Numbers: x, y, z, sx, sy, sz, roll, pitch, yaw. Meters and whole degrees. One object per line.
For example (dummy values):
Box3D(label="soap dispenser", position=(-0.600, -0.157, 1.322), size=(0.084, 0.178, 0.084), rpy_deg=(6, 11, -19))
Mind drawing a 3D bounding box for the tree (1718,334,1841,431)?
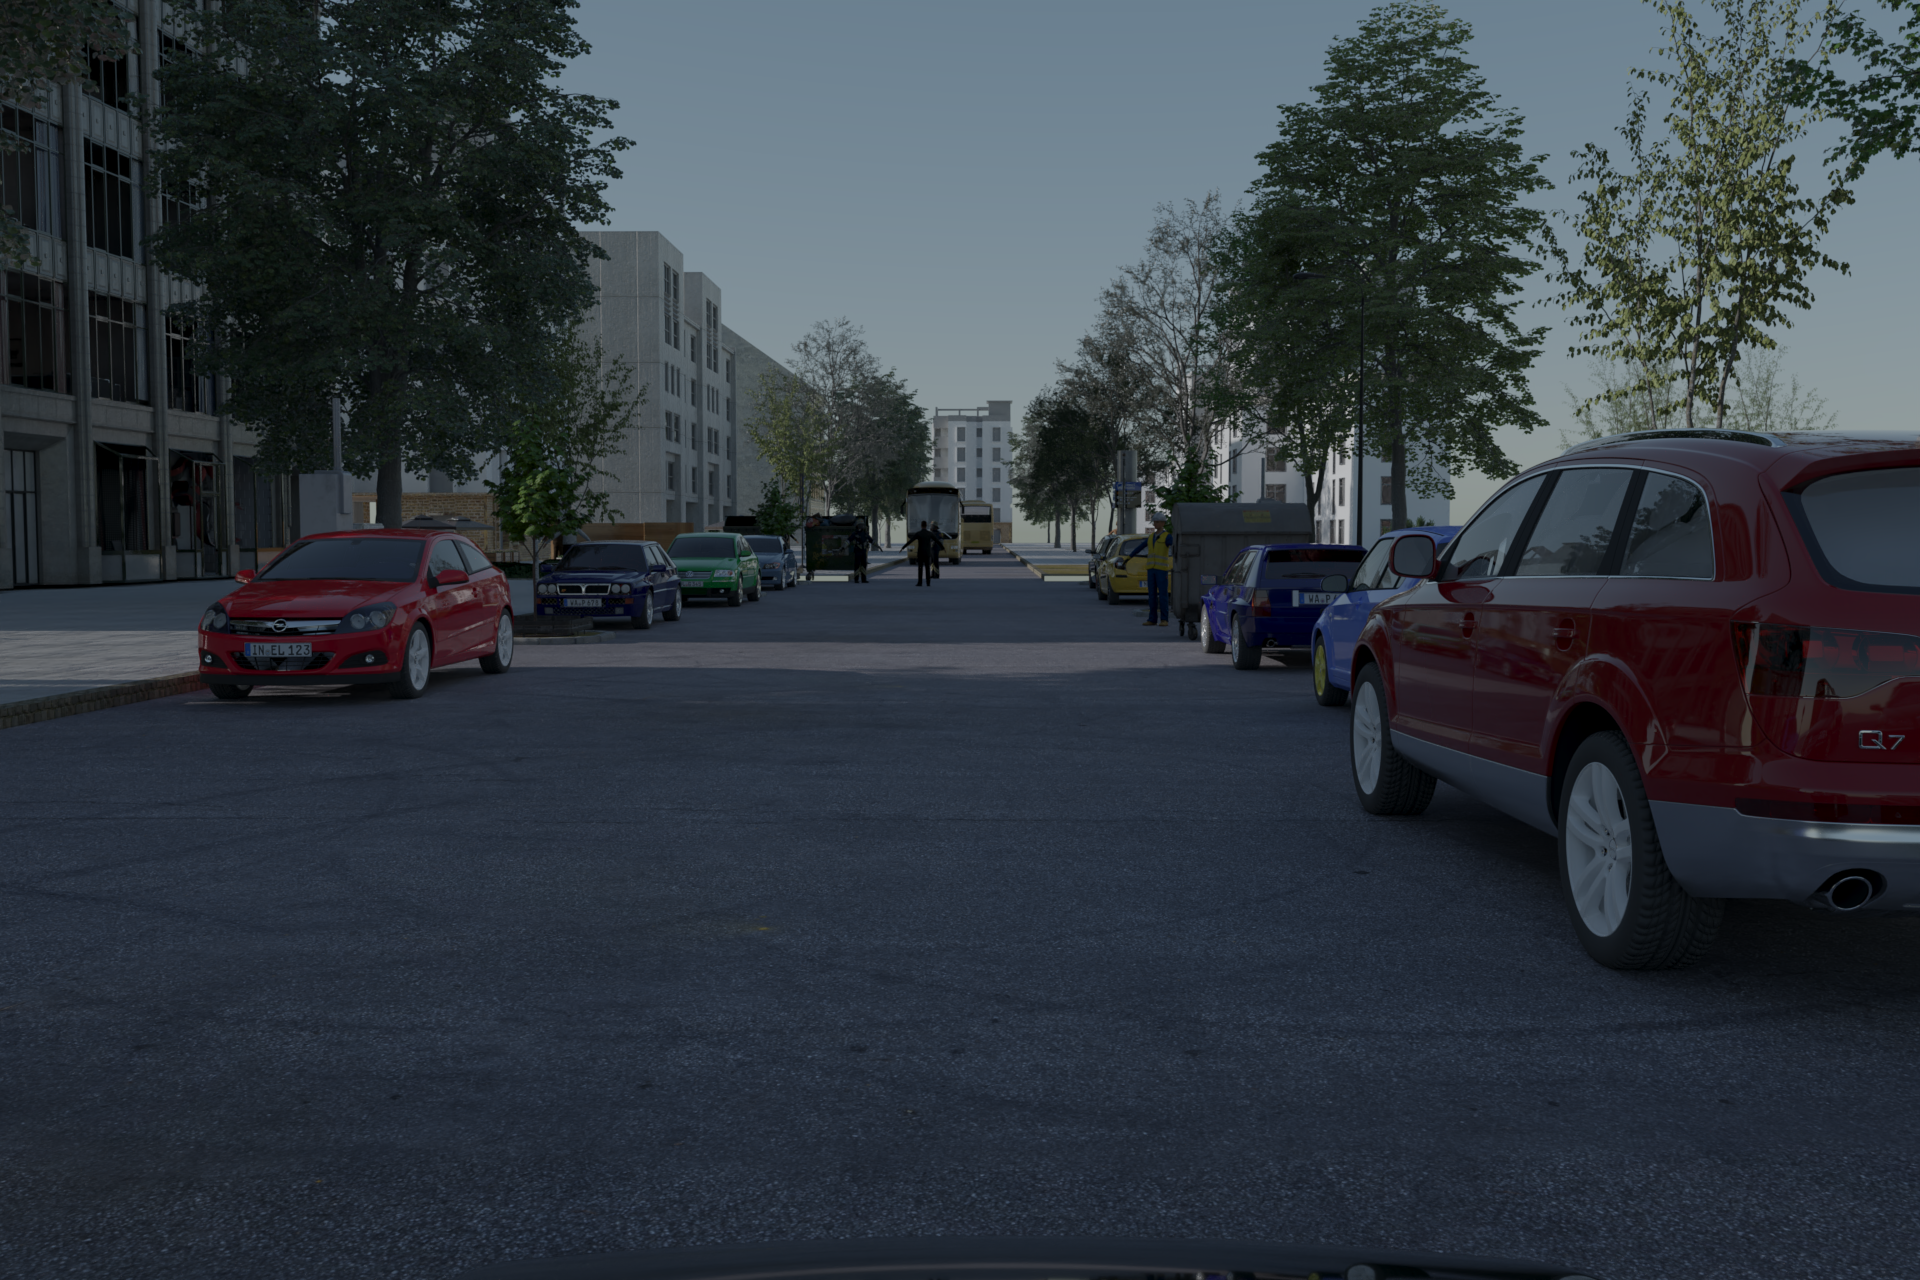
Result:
Box3D(label="tree", position=(29.427, -6.924, 63.577), size=(4.360, 8.622, 3.978), rpy_deg=(0, 3, 0))

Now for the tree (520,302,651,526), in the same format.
Box3D(label="tree", position=(-11.382, -6.127, 50.536), size=(4.737, 8.622, 4.395), rpy_deg=(0, 3, 0))

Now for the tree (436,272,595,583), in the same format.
Box3D(label="tree", position=(-11.208, -5.768, 44.672), size=(4.737, 8.622, 4.395), rpy_deg=(0, 3, 0))

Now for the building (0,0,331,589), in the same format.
Box3D(label="building", position=(-27.057, -13.574, 38.587), size=(14.369, 24.946, 33.146), rpy_deg=(0, 4, 2))

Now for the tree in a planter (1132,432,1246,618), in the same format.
Box3D(label="tree in a planter", position=(4.061, -2.030, 30.408), size=(1.991, 3.239, 1.994), rpy_deg=(0, 4, 1))

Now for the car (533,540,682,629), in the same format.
Box3D(label="car", position=(-5.505, -0.900, 27.296), size=(1.945, 1.354, 3.894), rpy_deg=(0, 4, 1))

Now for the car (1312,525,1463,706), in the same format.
Box3D(label="car", position=(3.825, -0.229, 13.338), size=(1.945, 1.707, 3.694), rpy_deg=(0, 3, 0))

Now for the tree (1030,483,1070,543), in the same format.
Box3D(label="tree", position=(12.986, -20.018, 245.424), size=(7.486, 12.596, 7.792), rpy_deg=(0, 3, 0))

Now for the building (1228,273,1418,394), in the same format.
Box3D(label="building", position=(25.459, -16.821, 131.443), size=(16.016, 20.090, 11.380), rpy_deg=(0, 4, 1))

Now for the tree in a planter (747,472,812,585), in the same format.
Box3D(label="tree in a planter", position=(-5.281, -3.197, 49.496), size=(1.991, 3.239, 1.994), rpy_deg=(0, 4, 0))

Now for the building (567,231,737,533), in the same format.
Box3D(label="building", position=(-25.717, -15.336, 117.204), size=(16.747, 18.905, 31.486), rpy_deg=(0, 4, 1))

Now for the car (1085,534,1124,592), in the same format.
Box3D(label="car", position=(4.247, -2.118, 44.418), size=(2.009, 1.686, 4.222), rpy_deg=(0, 4, 1))

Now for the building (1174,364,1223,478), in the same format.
Box3D(label="building", position=(28.792, -20.415, 190.204), size=(16.016, 20.090, 11.380), rpy_deg=(0, 4, 1))

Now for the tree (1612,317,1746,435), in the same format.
Box3D(label="tree", position=(23.499, -6.586, 58.037), size=(4.360, 8.622, 3.978), rpy_deg=(0, 3, 0))

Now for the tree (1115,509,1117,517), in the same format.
Box3D(label="tree", position=(24.577, -18.365, 250.621), size=(4.360, 8.622, 3.978), rpy_deg=(0, 3, 0))

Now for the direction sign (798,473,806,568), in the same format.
Box3D(label="direction sign", position=(-5.910, -4.454, 64.812), size=(0.379, 3.537, 0.876), rpy_deg=(0, 4, 3))

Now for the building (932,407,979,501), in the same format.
Box3D(label="building", position=(-3.691, -23.876, 249.247), size=(11.380, 20.090, 16.016), rpy_deg=(0, 4, 3))

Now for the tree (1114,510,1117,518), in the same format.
Box3D(label="tree", position=(24.228, -18.100, 246.293), size=(4.360, 8.622, 3.978), rpy_deg=(0, 3, 0))

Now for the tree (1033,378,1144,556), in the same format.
Box3D(label="tree", position=(7.374, -10.060, 98.895), size=(7.601, 10.594, 8.767), rpy_deg=(-3, 4, -37))

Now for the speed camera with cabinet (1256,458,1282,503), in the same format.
Box3D(label="speed camera with cabinet", position=(8.029, -3.053, 44.256), size=(0.660, 3.252, 2.038), rpy_deg=(0, 4, 1))

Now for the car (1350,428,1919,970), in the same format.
Box3D(label="car", position=(3.097, 0.088, 7.237), size=(2.281, 1.827, 5.304), rpy_deg=(0, 4, -1))

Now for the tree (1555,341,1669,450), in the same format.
Box3D(label="tree", position=(25.341, -7.037, 65.413), size=(4.360, 8.622, 3.978), rpy_deg=(0, 3, 0))

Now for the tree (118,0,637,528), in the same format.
Box3D(label="tree", position=(-11.114, -7.737, 33.156), size=(9.857, 13.997, 8.962), rpy_deg=(0, 3, 0))

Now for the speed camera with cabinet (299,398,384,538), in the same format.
Box3D(label="speed camera with cabinet", position=(-9.270, -1.937, 26.010), size=(0.660, 3.252, 2.038), rpy_deg=(0, 3, 0))

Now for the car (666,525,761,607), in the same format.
Box3D(label="car", position=(-5.181, -1.638, 35.576), size=(1.959, 1.807, 4.718), rpy_deg=(0, 4, 1))

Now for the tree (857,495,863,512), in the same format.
Box3D(label="tree", position=(-13.736, -19.516, 244.846), size=(9.928, 11.665, 9.643), rpy_deg=(0, 3, 0))

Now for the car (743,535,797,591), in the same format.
Box3D(label="car", position=(-5.311, -2.048, 45.489), size=(2.014, 1.417, 4.499), rpy_deg=(0, 4, 1))

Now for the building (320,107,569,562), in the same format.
Box3D(label="building", position=(-25.480, -13.530, 77.632), size=(16.016, 20.090, 11.380), rpy_deg=(0, 3, 0))

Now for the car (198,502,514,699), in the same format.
Box3D(label="car", position=(-5.576, -0.450, 16.391), size=(2.155, 1.783, 4.494), rpy_deg=(0, 4, 1))

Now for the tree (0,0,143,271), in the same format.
Box3D(label="tree", position=(-11.628, -6.604, 14.638), size=(9.857, 13.997, 8.962), rpy_deg=(0, 3, 0))

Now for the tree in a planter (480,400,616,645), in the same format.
Box3D(label="tree in a planter", position=(-5.732, -1.592, 23.258), size=(1.991, 3.239, 1.994), rpy_deg=(0, 4, 1))

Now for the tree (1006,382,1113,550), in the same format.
Box3D(label="tree", position=(9.083, -14.023, 139.642), size=(12.009, 13.543, 11.850), rpy_deg=(0, 3, 0))

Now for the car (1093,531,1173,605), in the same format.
Box3D(label="car", position=(3.839, -1.602, 36.411), size=(2.015, 1.641, 3.980), rpy_deg=(0, 3, 0))

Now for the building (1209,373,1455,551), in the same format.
Box3D(label="building", position=(21.374, -9.913, 104.233), size=(9.099, 9.664, 28.070), rpy_deg=(0, 4, 1))

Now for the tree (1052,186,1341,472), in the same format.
Box3D(label="tree", position=(8.439, -9.276, 62.027), size=(12.009, 13.543, 11.850), rpy_deg=(0, 3, 0))

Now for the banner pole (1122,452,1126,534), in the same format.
Box3D(label="banner pole", position=(5.014, -3.844, 52.873), size=(0.401, 3.779, 0.863), rpy_deg=(0, 4, 1))

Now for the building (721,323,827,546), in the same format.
Box3D(label="building", position=(-24.785, -21.883, 188.717), size=(19.493, 23.208, 18.063), rpy_deg=(0, 4, 0))

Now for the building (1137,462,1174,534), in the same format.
Box3D(label="building", position=(25.276, -16.300, 208.652), size=(9.099, 9.664, 28.070), rpy_deg=(0, 4, 1))

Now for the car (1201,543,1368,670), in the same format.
Box3D(label="car", position=(3.769, -0.430, 19.610), size=(1.945, 1.354, 3.894), rpy_deg=(0, 4, 0))
